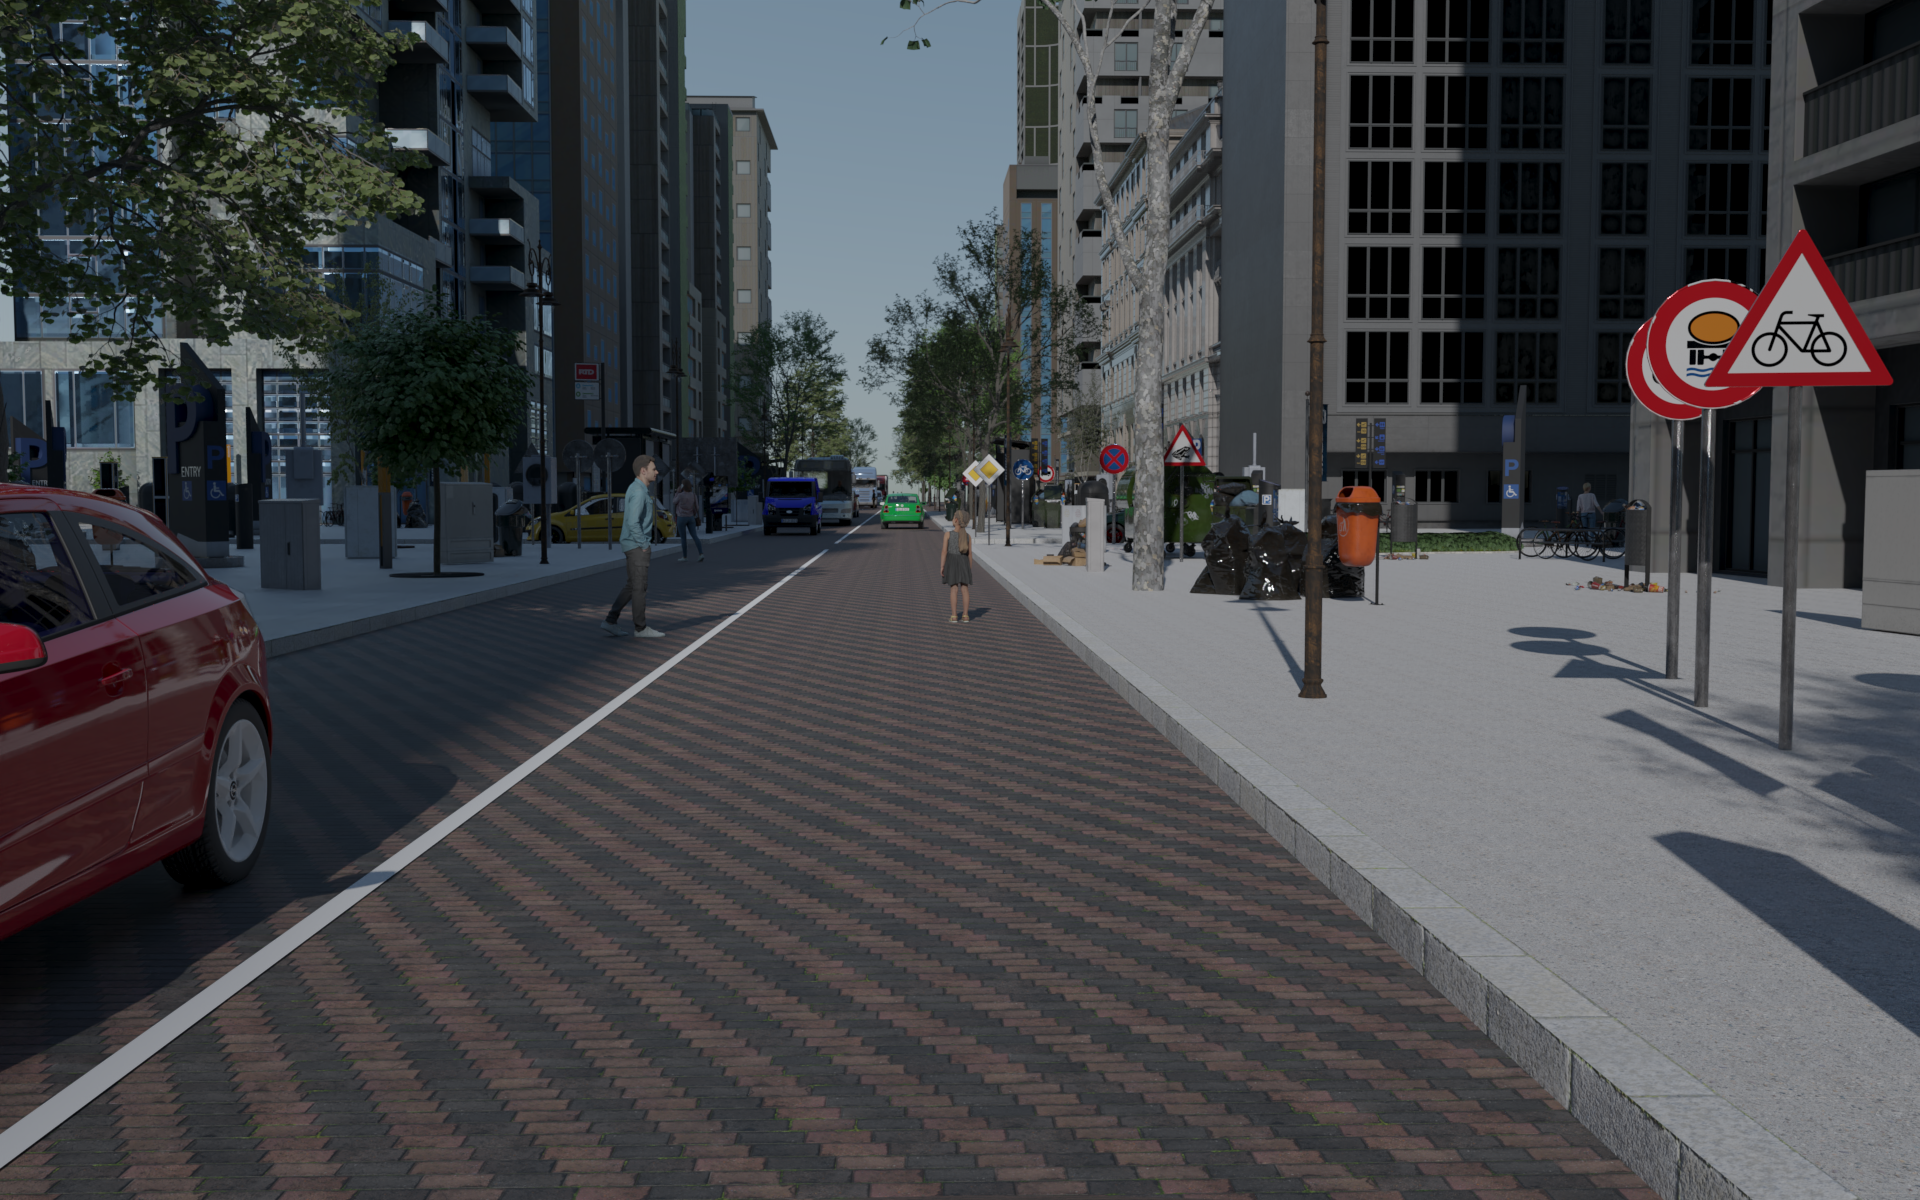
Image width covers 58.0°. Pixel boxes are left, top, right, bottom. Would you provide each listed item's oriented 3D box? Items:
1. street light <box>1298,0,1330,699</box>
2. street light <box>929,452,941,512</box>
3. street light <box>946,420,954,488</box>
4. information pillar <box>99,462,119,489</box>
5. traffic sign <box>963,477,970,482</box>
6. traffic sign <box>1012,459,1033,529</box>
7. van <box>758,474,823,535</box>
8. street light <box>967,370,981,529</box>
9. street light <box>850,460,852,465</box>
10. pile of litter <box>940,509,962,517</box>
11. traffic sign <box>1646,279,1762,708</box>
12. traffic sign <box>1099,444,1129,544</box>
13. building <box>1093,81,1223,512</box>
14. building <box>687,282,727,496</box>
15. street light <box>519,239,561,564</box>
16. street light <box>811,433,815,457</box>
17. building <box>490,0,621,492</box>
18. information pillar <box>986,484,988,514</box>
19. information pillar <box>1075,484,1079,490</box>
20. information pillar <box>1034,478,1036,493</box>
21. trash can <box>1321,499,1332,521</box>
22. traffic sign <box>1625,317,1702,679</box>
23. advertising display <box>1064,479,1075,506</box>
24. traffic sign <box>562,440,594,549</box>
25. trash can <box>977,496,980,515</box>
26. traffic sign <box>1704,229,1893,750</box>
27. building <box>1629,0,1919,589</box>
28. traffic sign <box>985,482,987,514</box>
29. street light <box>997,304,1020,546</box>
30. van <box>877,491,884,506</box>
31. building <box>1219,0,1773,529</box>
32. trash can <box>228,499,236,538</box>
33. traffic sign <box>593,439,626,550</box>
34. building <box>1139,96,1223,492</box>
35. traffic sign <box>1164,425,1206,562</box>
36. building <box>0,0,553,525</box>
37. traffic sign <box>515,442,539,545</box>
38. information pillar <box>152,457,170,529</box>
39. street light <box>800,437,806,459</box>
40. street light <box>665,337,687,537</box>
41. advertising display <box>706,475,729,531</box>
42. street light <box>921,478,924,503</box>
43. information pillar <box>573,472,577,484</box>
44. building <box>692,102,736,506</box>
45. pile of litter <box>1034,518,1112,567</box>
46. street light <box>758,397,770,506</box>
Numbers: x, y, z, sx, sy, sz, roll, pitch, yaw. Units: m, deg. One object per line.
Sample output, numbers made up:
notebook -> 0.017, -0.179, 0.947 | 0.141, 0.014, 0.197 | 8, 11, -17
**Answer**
street light -> 2.227, -2.323, 10.762 | 0.468, 5.910, 1.993 | 0, 4, -2
street light -> -2.004, -10.134, 138.485 | 0.468, 5.910, 1.993 | 0, 4, -2
street light -> -0.554, -7.438, 94.403 | 0.468, 5.910, 1.993 | 0, 4, -2
information pillar -> -19.355, -2.137, 39.435 | 0.304, 2.012, 0.304 | 0, 4, -7
traffic sign -> 0.570, -4.520, 73.902 | 0.884, 2.594, 0.081 | 0, 4, 3
traffic sign -> 2.291, -3.857, 63.165 | 0.768, 2.556, 0.104 | 0, 4, -2
van -> -5.968, -3.518, 61.896 | 2.240, 2.365, 5.245 | 0, 4, -3
street light -> 0.503, -5.496, 62.643 | 0.468, 5.910, 1.993 | 0, 4, -2
street light -> -13.395, -14.594, 211.391 | 0.468, 5.910, 1.993 | 0, 4, -2
pile of litter -> -0.251, -5.151, 98.175 | 1.719, 0.858, 1.176 | 2, 4, 33
traffic sign -> 4.470, -0.628, 10.366 | 0.768, 2.556, 0.104 | 0, 4, 5
traffic sign -> 3.943, -2.704, 44.322 | 0.768, 2.556, 0.104 | 0, 4, 8
building -> 16.310, -19.396, 114.395 | 12.463, 27.353, 25.104 | 0, 4, -2
building -> -36.244, -18.952, 154.902 | 27.650, 21.520, 28.899 | 0, 4, -2
street light -> -7.635, -3.599, 31.631 | 0.468, 5.910, 1.993 | 0, 4, -2
street light -> -10.808, -9.475, 127.697 | 0.468, 5.910, 1.993 | 0, 4, -2
building -> -31.202, -28.548, 116.874 | 14.600, 45.320, 14.200 | 0, 4, -2
information pillar -> 1.605, -7.043, 106.504 | 0.183, 3.616, 0.504 | 1, 4, 15
information pillar -> 8.180, -7.099, 120.567 | 0.304, 2.012, 0.304 | 2, 4, 26
information pillar -> 3.238, -4.455, 77.332 | 0.304, 2.012, 0.304 | 0, 4, 5
trash can -> 11.480, -2.656, 55.081 | 0.748, 1.137, 0.748 | 0, 3, 0
traffic sign -> 4.940, -0.724, 11.945 | 0.768, 2.556, 0.104 | 0, 4, 1
advertising display -> 4.591, -4.124, 72.644 | 0.123, 1.923, 0.974 | -1, 4, -15
traffic sign -> -8.947, -2.479, 40.635 | 0.768, 2.556, 0.104 | 0, 4, 2
trash can -> 0.915, -5.563, 102.605 | 0.748, 1.137, 0.748 | 0, 3, 0
traffic sign -> 4.141, -0.527, 8.617 | 0.884, 2.594, 0.081 | 0, 4, 7
building -> 21.683, -35.387, 16.836 | 20.563, 71.187, 20.611 | 0, 4, -2
traffic sign -> 1.372, -5.790, 94.773 | 0.768, 2.556, 0.104 | 0, 4, 0
street light -> 1.177, -4.253, 42.328 | 0.468, 5.910, 1.993 | 0, 4, -2
van -> -10.366, -12.653, 213.890 | 2.013, 2.044, 4.112 | 0, 4, -2
building -> 23.491, -16.832, 68.718 | 24.014, 27.812, 14.314 | 0, 4, -2
trash can -> -21.532, -2.395, 50.819 | 0.748, 1.137, 0.748 | 0, 3, 0
traffic sign -> -8.054, -2.428, 39.799 | 0.768, 2.556, 0.104 | 0, 4, 4
building -> 17.538, -15.184, 90.054 | 13.314, 21.916, 24.055 | 0, 4, -2
traffic sign -> 4.170, -1.991, 32.559 | 0.884, 2.594, 0.081 | 0, 4, -1
building -> -32.887, -47.237, 85.003 | 22.319, 86.520, 31.000 | 0, 4, -2
traffic sign -> -10.746, -2.662, 43.528 | 0.884, 2.594, 0.081 | 0, 4, -1
information pillar -> -15.730, -1.820, 34.244 | 0.304, 2.012, 0.304 | 0, 4, 5
street light -> -10.396, -8.663, 114.435 | 0.468, 5.910, 1.993 | 0, 4, -2
street light -> -8.365, -4.800, 51.268 | 0.468, 5.910, 1.993 | 0, 4, -2
advertising display -> -8.401, -3.345, 59.911 | 0.123, 1.923, 0.974 | 3, 4, 38
street light -> -4.034, -14.018, 201.987 | 0.468, 5.910, 1.993 | 0, 4, -2
information pillar -> -19.836, -5.998, 89.421 | 0.183, 3.616, 0.504 | 1, 4, 14
building -> -30.645, -30.123, 176.112 | 14.154, 41.232, 14.086 | 0, 4, -2
pile of litter -> 2.020, -1.058, 31.258 | 1.176, 0.858, 1.719 | -1, 4, -21
street light -> -9.336, -6.731, 82.837 | 0.468, 5.910, 1.993 | 0, 4, -2
